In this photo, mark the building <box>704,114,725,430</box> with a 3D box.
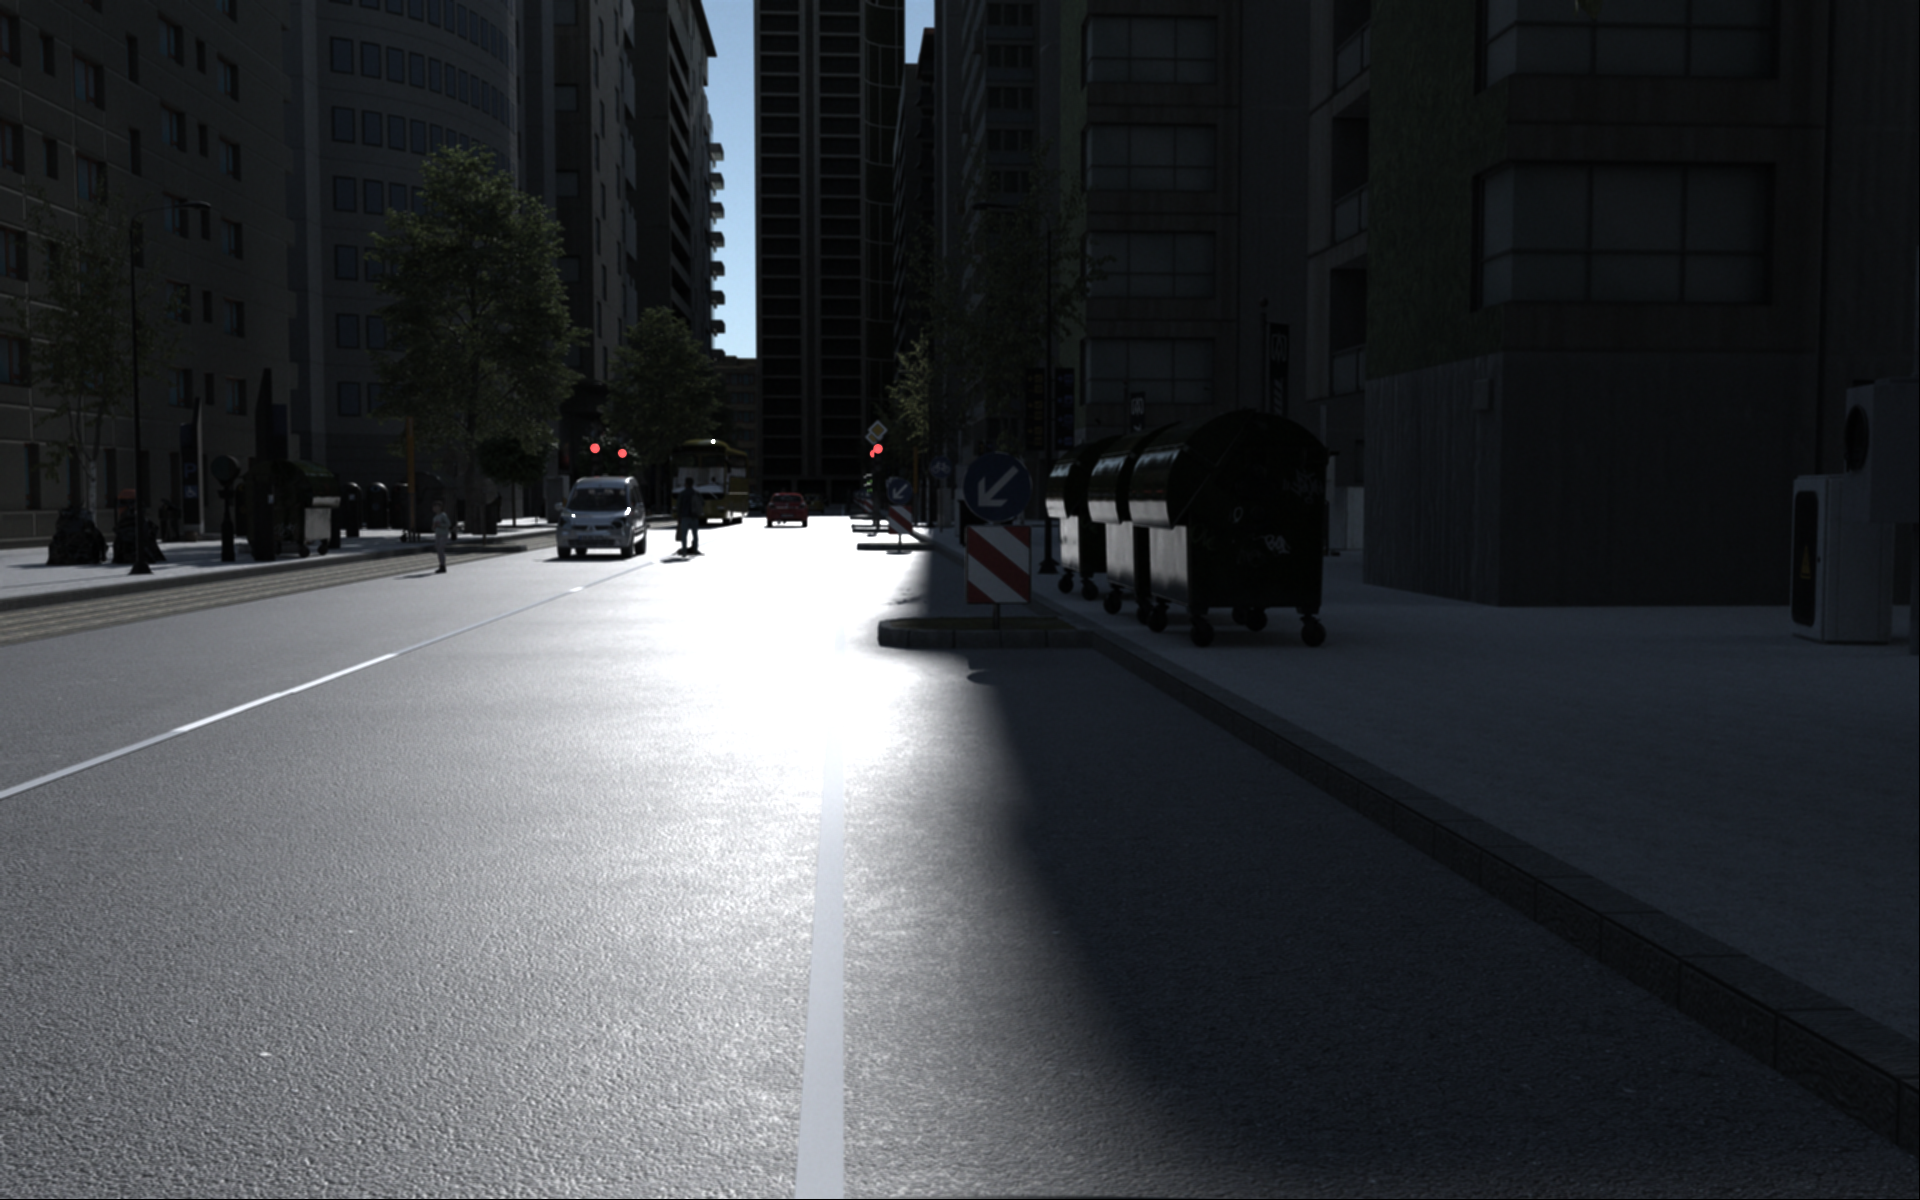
[{"bbox_3d":[-43.682,-35.890,206.403,30.456,49.044,23.786,0,4,-4],"label":"building"}]

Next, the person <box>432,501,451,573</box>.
[{"bbox_3d":[-9.492,-1.153,31.624,0.425,1.301,0.394,1,4,17],"label":"person"}]

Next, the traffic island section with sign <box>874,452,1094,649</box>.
[{"bbox_3d":[0.195,-0.514,17.025,1.989,1.847,2.006,0,4,-4],"label":"traffic island section with sign"}]

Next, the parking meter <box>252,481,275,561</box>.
[{"bbox_3d":[-13.361,-1.519,33.240,0.372,1.533,0.369,0,3,0],"label":"parking meter"}]

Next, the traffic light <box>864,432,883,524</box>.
[{"bbox_3d":[-3.652,-5.163,73.335,0.839,4.253,0.868,0,4,-4],"label":"traffic light"}]

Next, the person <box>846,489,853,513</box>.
[{"bbox_3d":[-8.294,-7.436,130.247,0.590,1.801,0.661,-1,4,-11],"label":"person"}]

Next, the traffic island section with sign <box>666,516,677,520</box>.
[{"bbox_3d":[-15.460,-5.425,97.321,1.989,1.847,2.006,0,4,-4],"label":"traffic island section with sign"}]

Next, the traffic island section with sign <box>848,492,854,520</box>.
[{"bbox_3d":[-5.255,-5.466,97.996,1.989,1.847,2.006,0,4,-4],"label":"traffic island section with sign"}]

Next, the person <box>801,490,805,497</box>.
[{"bbox_3d":[-15.469,-9.862,169.762,1.348,1.822,0.705,1,4,23],"label":"person"}]

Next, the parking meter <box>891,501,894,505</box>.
[{"bbox_3d":[-4.260,-6.565,113.054,0.399,1.863,0.255,-1,4,-21],"label":"parking meter"}]

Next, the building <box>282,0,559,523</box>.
[{"bbox_3d":[-33.275,-33.302,86.487,21.231,58.520,28.212,0,4,-4],"label":"building"}]

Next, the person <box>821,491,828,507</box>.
[{"bbox_3d":[-15.006,-11.095,189.910,1.348,1.823,0.705,3,5,40],"label":"person"}]

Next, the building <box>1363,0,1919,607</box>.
[{"bbox_3d":[12.649,-20.923,25.680,14.154,41.232,14.086,0,4,-4],"label":"building"}]

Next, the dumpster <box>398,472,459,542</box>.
[{"bbox_3d":[-14.347,-2.505,46.722,1.264,1.857,1.865,0,4,-4],"label":"dumpster"}]

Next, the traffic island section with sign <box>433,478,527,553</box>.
[{"bbox_3d":[-11.796,-2.088,42.769,1.989,1.847,2.006,0,4,-4],"label":"traffic island section with sign"}]

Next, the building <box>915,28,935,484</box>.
[{"bbox_3d":[7.072,-31.131,163.614,22.147,44.769,28.867,0,4,-4],"label":"building"}]

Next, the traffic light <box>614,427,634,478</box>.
[{"bbox_3d":[-14.089,-5.119,72.619,0.839,4.253,0.868,0,4,-4],"label":"traffic light"}]

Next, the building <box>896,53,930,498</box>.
[{"bbox_3d":[4.299,-34.548,188.556,21.300,48.544,21.600,0,4,-4],"label":"building"}]

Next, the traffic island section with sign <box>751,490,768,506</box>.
[{"bbox_3d":[-20.641,-10.133,174.303,1.989,1.847,2.006,0,4,-4],"label":"traffic island section with sign"}]

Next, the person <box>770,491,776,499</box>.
[{"bbox_3d":[-18.185,-9.782,169.220,0.721,1.735,1.217,2,4,27],"label":"person"}]

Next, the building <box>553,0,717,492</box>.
[{"bbox_3d":[-40.504,-36.195,181.029,28.713,52.752,27.495,0,4,-4],"label":"building"}]

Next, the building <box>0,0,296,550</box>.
[{"bbox_3d":[-37.005,-12.318,46.447,28.899,21.520,27.650,0,4,-4],"label":"building"}]

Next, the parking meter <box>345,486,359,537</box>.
[{"bbox_3d":[-18.137,-2.646,51.678,0.372,1.533,0.369,0,3,0],"label":"parking meter"}]

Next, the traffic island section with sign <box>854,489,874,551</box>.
[{"bbox_3d":[-1.679,-2.213,44.807,1.989,1.847,2.006,0,4,-4],"label":"traffic island section with sign"}]

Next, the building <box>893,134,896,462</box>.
[{"bbox_3d":[2.892,-35.918,210.958,21.300,48.544,21.600,0,4,-4],"label":"building"}]

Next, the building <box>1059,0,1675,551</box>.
[{"bbox_3d":[9.543,-22.261,47.566,14.154,41.232,14.086,0,4,-4],"label":"building"}]

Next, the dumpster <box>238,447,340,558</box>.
[{"bbox_3d":[-13.720,-2.016,35.452,1.502,2.255,1.985,0,4,-4],"label":"dumpster"}]

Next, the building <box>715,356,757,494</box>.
[{"bbox_3d":[-42.901,-24.565,246.682,28.899,21.520,27.650,0,4,-4],"label":"building"}]

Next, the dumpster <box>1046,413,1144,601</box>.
[{"bbox_3d":[1.920,-1.167,21.579,1.502,2.255,1.985,0,4,-4],"label":"dumpster"}]

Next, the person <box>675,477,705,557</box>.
[{"bbox_3d":[-6.192,-1.889,39.365,0.794,1.824,0.713,0,4,6],"label":"person"}]

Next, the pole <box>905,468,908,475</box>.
[{"bbox_3d":[-4.193,-8.731,136.590,0.158,3.312,0.155,0,3,0],"label":"pole"}]

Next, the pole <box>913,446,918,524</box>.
[{"bbox_3d":[-1.902,-4.919,74.276,0.158,3.312,0.155,0,3,0],"label":"pole"}]

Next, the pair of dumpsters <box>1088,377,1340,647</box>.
[{"bbox_3d":[2.302,-0.855,16.475,1.574,2.255,4.437,0,4,-4],"label":"pair of dumpsters"}]

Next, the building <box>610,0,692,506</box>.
[{"bbox_3d":[-35.975,-32.612,156.904,21.300,48.544,21.600,0,4,-4],"label":"building"}]

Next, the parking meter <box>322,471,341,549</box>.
[{"bbox_3d":[-14.709,-2.128,40.496,0.399,1.863,0.255,1,4,9],"label":"parking meter"}]

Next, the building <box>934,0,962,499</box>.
[{"bbox_3d":[8.678,-35.490,122.265,21.231,58.520,28.212,0,4,-4],"label":"building"}]

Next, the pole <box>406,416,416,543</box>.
[{"bbox_3d":[-14.424,-3.159,45.490,0.158,3.312,0.155,0,3,0],"label":"pole"}]

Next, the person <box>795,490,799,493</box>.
[{"bbox_3d":[-13.019,-7.844,137.346,0.643,1.750,0.593,1,4,20],"label":"person"}]

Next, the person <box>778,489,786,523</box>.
[{"bbox_3d":[-8.587,-4.582,84.422,0.512,1.701,0.522,-3,5,-41],"label":"person"}]

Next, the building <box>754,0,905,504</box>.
[{"bbox_3d":[-17.960,-49.233,243.217,20.611,71.187,20.563,0,4,-4],"label":"building"}]

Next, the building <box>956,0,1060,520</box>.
[{"bbox_3d":[12.319,-24.429,91.295,23.993,40.220,32.217,0,4,-4],"label":"building"}]
